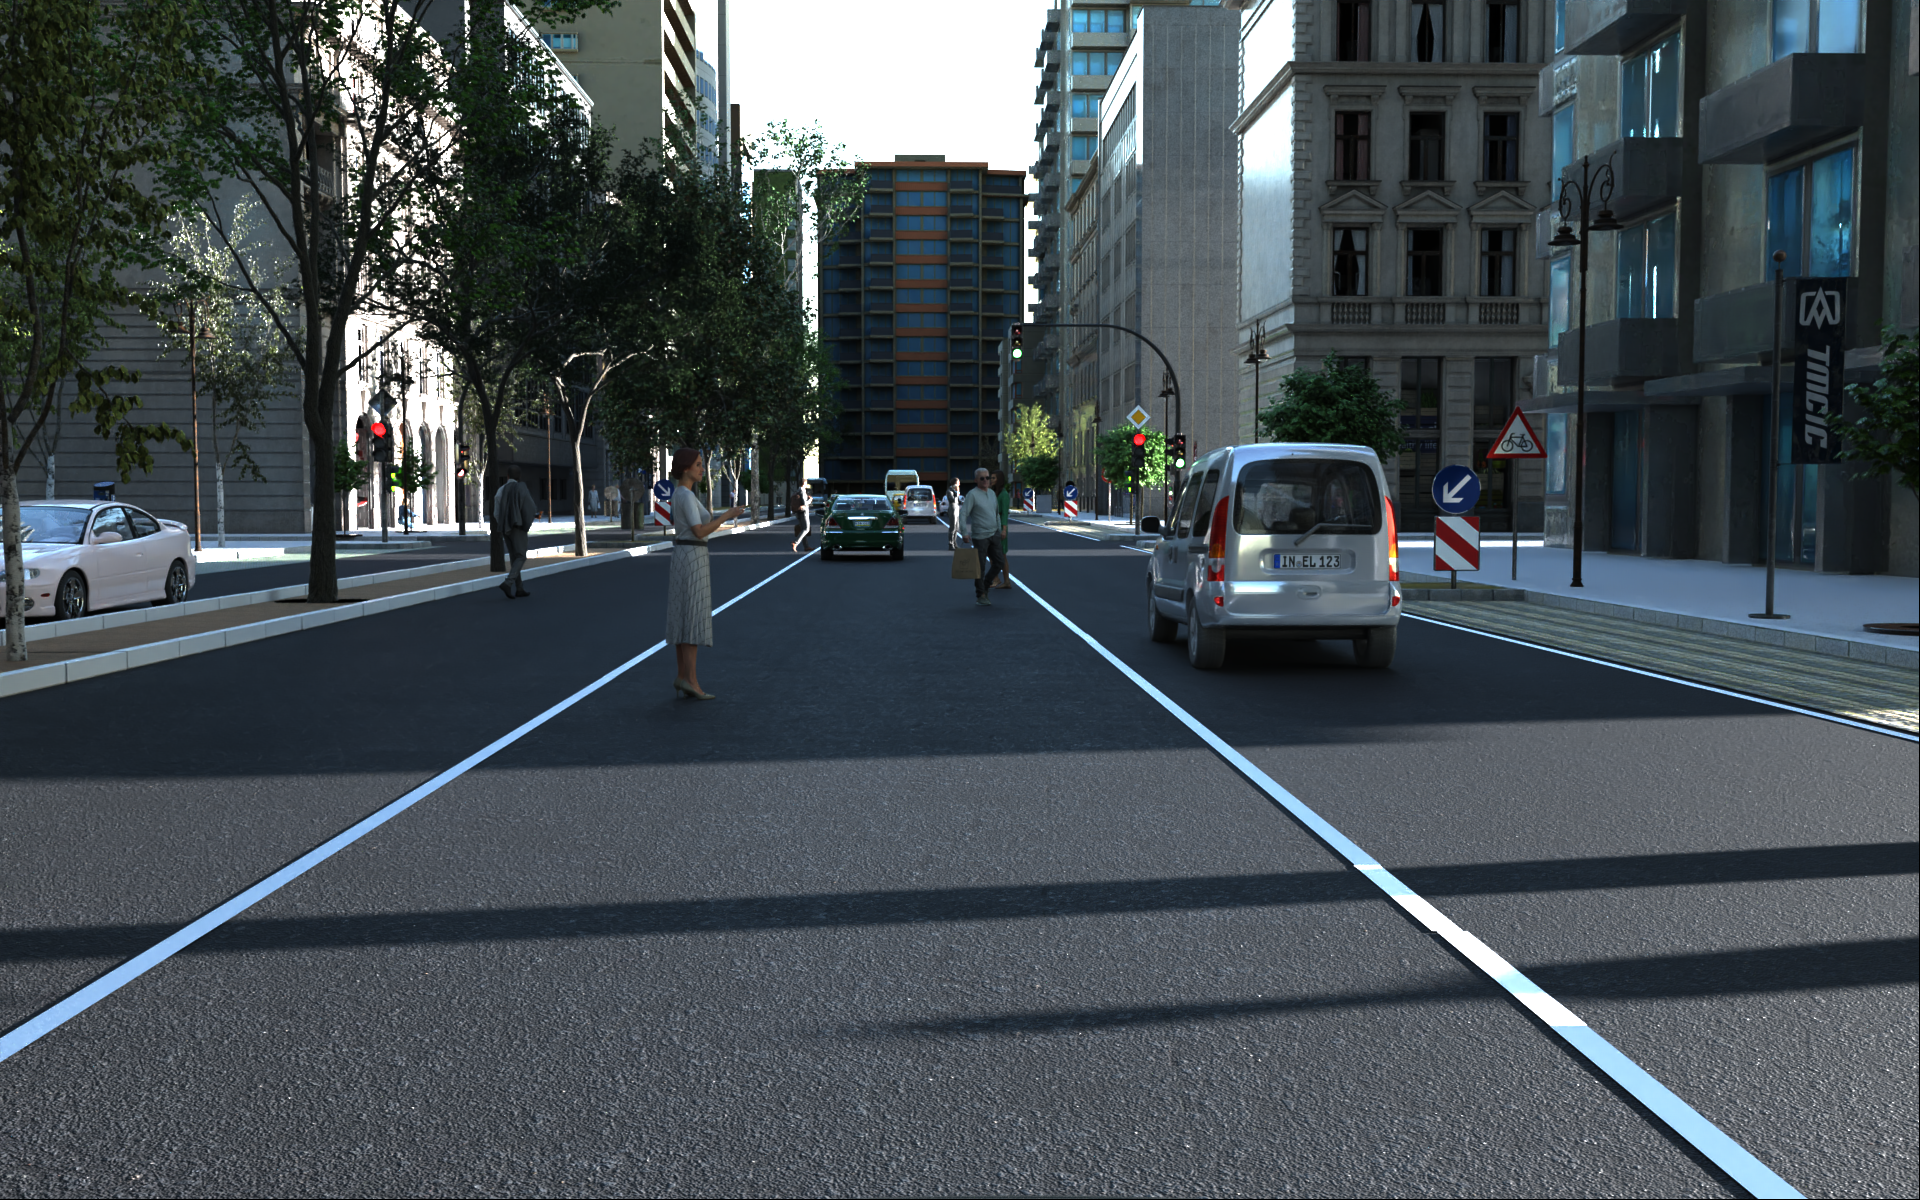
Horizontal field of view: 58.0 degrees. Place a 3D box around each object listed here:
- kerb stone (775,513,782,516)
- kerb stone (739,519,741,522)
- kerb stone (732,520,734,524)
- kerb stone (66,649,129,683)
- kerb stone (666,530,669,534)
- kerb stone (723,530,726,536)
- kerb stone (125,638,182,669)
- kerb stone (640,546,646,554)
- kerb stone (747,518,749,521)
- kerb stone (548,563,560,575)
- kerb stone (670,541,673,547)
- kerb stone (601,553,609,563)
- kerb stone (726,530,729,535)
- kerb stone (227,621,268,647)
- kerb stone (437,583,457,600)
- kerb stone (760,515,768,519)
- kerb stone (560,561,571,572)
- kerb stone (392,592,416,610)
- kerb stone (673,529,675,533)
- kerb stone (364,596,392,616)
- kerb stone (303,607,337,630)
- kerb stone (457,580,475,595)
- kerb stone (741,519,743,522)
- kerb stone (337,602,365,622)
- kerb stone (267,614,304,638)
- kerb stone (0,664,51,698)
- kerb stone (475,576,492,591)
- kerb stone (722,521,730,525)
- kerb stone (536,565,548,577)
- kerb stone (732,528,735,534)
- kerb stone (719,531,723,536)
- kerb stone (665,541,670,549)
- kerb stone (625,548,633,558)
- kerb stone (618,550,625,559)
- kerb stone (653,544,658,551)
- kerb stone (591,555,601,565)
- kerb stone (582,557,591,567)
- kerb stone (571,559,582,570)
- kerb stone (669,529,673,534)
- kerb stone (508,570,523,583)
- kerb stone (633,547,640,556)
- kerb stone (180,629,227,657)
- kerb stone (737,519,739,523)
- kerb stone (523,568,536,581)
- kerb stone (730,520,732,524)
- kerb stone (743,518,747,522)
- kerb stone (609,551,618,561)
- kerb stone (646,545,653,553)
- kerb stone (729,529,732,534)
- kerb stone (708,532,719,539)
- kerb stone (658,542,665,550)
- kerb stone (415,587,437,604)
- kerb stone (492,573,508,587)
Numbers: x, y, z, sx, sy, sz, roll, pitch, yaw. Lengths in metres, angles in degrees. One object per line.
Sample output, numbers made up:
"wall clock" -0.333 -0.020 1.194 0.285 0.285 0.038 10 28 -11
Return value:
"kerb stone" -11.934 -5.592 113.618 0.120 0.150 1.000 0 4 -2
"kerb stone" -11.103 -3.891 85.902 0.120 0.150 1.000 0 4 -2
"kerb stone" -11.012 -3.708 82.829 0.120 0.150 1.000 0 4 -2
"kerb stone" -6.848 0.527 13.638 0.120 0.150 1.000 0 4 -2
"kerb stone" -10.340 -2.328 60.259 0.120 0.150 1.000 0 4 -2
"kerb stone" -8.209 -2.262 59.301 0.120 0.150 1.000 0 4 -2
"kerb stone" -6.881 0.461 14.661 0.120 0.150 1.000 0 4 -2
"kerb stone" -7.676 -1.167 41.277 0.120 0.150 1.000 0 4 -2
"kerb stone" -11.225 -4.148 90.014 0.120 0.150 1.000 0 4 -2
"kerb stone" -7.369 -0.541 31.038 0.120 0.150 1.000 0 4 -2
"kerb stone" -7.828 -1.480 46.395 0.120 0.150 1.000 0 4 -2
"kerb stone" -7.525 -0.849 36.161 0.120 0.150 1.000 0 4 -2
"kerb stone" -8.239 -2.332 60.323 0.120 0.150 1.000 0 4 -2
"kerb stone" -6.943 0.336 16.704 0.120 0.150 1.000 0 4 -2
"kerb stone" -7.153 -0.102 23.865 0.120 0.150 1.000 0 4 -2
"kerb stone" -11.595 -4.903 102.352 0.120 0.150 1.000 0 4 -2
"kerb stone" -7.408 -0.604 32.068 0.120 0.150 1.000 0 4 -2
"kerb stone" -7.095 0.023 21.822 0.120 0.150 1.000 0 4 -2
"kerb stone" -10.404 -2.453 62.316 0.120 0.150 1.000 0 4 -2
"kerb stone" -7.062 0.086 20.798 0.120 0.150 1.000 0 4 -2
"kerb stone" -7.003 0.211 18.753 0.120 0.150 1.000 0 4 -2
"kerb stone" -7.192 -0.162 24.886 0.120 0.150 1.000 0 4 -2
"kerb stone" -11.137 -3.959 86.930 0.120 0.150 1.000 0 4 -2
"kerb stone" -7.038 0.152 19.775 0.120 0.150 1.000 0 4 -2
"kerb stone" -6.979 0.273 17.725 0.120 0.150 1.000 0 4 -2
"kerb stone" -6.817 0.587 12.607 0.120 0.150 1.000 0 4 -2
"kerb stone" -7.218 -0.227 25.908 0.120 0.150 1.000 0 4 -2
"kerb stone" -10.957 -3.583 80.783 0.120 0.150 1.000 0 4 -2
"kerb stone" -7.341 -0.477 30.009 0.120 0.150 1.000 0 4 -2
"kerb stone" -8.304 -2.457 62.368 0.120 0.150 1.000 0 4 -2
"kerb stone" -8.187 -2.207 58.279 0.120 0.150 1.000 0 4 -2
"kerb stone" -7.796 -1.412 45.366 0.120 0.150 1.000 0 4 -2
"kerb stone" -7.616 -1.040 39.229 0.120 0.150 1.000 0 4 -2
"kerb stone" -7.580 -0.972 38.208 0.120 0.150 1.000 0 4 -2
"kerb stone" -7.742 -1.292 43.320 0.120 0.150 1.000 0 4 -2
"kerb stone" -7.486 -0.792 35.139 0.120 0.150 1.000 0 4 -2
"kerb stone" -7.464 -0.729 34.118 0.120 0.150 1.000 0 4 -2
"kerb stone" -7.435 -0.667 33.096 0.120 0.150 1.000 0 4 -2
"kerb stone" -10.372 -2.391 61.287 0.120 0.150 1.000 0 4 -2
"kerb stone" -7.271 -0.352 27.964 0.120 0.150 1.000 0 4 -2
"kerb stone" -7.644 -1.104 40.254 0.120 0.150 1.000 0 4 -2
"kerb stone" -6.915 0.398 15.682 0.120 0.150 1.000 0 4 -2
"kerb stone" -11.077 -3.830 84.873 0.120 0.150 1.000 0 4 -2
"kerb stone" -7.301 -0.414 28.988 0.120 0.150 1.000 0 4 -2
"kerb stone" -10.980 -3.646 81.805 0.120 0.150 1.000 0 4 -2
"kerb stone" -11.202 -4.085 88.985 0.120 0.150 1.000 0 4 -2
"kerb stone" -7.548 -0.917 37.185 0.120 0.150 1.000 0 4 -2
"kerb stone" -7.700 -1.230 42.299 0.120 0.150 1.000 0 4 -2
"kerb stone" -8.273 -2.394 61.344 0.120 0.150 1.000 0 4 -2
"kerb stone" -8.158 -2.142 57.257 0.120 0.150 1.000 0 4 -2
"kerb stone" -7.759 -1.355 44.342 0.120 0.150 1.000 0 4 -2
"kerb stone" -7.131 -0.037 22.843 0.120 0.150 1.000 0 4 -2
"kerb stone" -7.254 -0.289 26.942 0.120 0.150 1.000 0 4 -2
